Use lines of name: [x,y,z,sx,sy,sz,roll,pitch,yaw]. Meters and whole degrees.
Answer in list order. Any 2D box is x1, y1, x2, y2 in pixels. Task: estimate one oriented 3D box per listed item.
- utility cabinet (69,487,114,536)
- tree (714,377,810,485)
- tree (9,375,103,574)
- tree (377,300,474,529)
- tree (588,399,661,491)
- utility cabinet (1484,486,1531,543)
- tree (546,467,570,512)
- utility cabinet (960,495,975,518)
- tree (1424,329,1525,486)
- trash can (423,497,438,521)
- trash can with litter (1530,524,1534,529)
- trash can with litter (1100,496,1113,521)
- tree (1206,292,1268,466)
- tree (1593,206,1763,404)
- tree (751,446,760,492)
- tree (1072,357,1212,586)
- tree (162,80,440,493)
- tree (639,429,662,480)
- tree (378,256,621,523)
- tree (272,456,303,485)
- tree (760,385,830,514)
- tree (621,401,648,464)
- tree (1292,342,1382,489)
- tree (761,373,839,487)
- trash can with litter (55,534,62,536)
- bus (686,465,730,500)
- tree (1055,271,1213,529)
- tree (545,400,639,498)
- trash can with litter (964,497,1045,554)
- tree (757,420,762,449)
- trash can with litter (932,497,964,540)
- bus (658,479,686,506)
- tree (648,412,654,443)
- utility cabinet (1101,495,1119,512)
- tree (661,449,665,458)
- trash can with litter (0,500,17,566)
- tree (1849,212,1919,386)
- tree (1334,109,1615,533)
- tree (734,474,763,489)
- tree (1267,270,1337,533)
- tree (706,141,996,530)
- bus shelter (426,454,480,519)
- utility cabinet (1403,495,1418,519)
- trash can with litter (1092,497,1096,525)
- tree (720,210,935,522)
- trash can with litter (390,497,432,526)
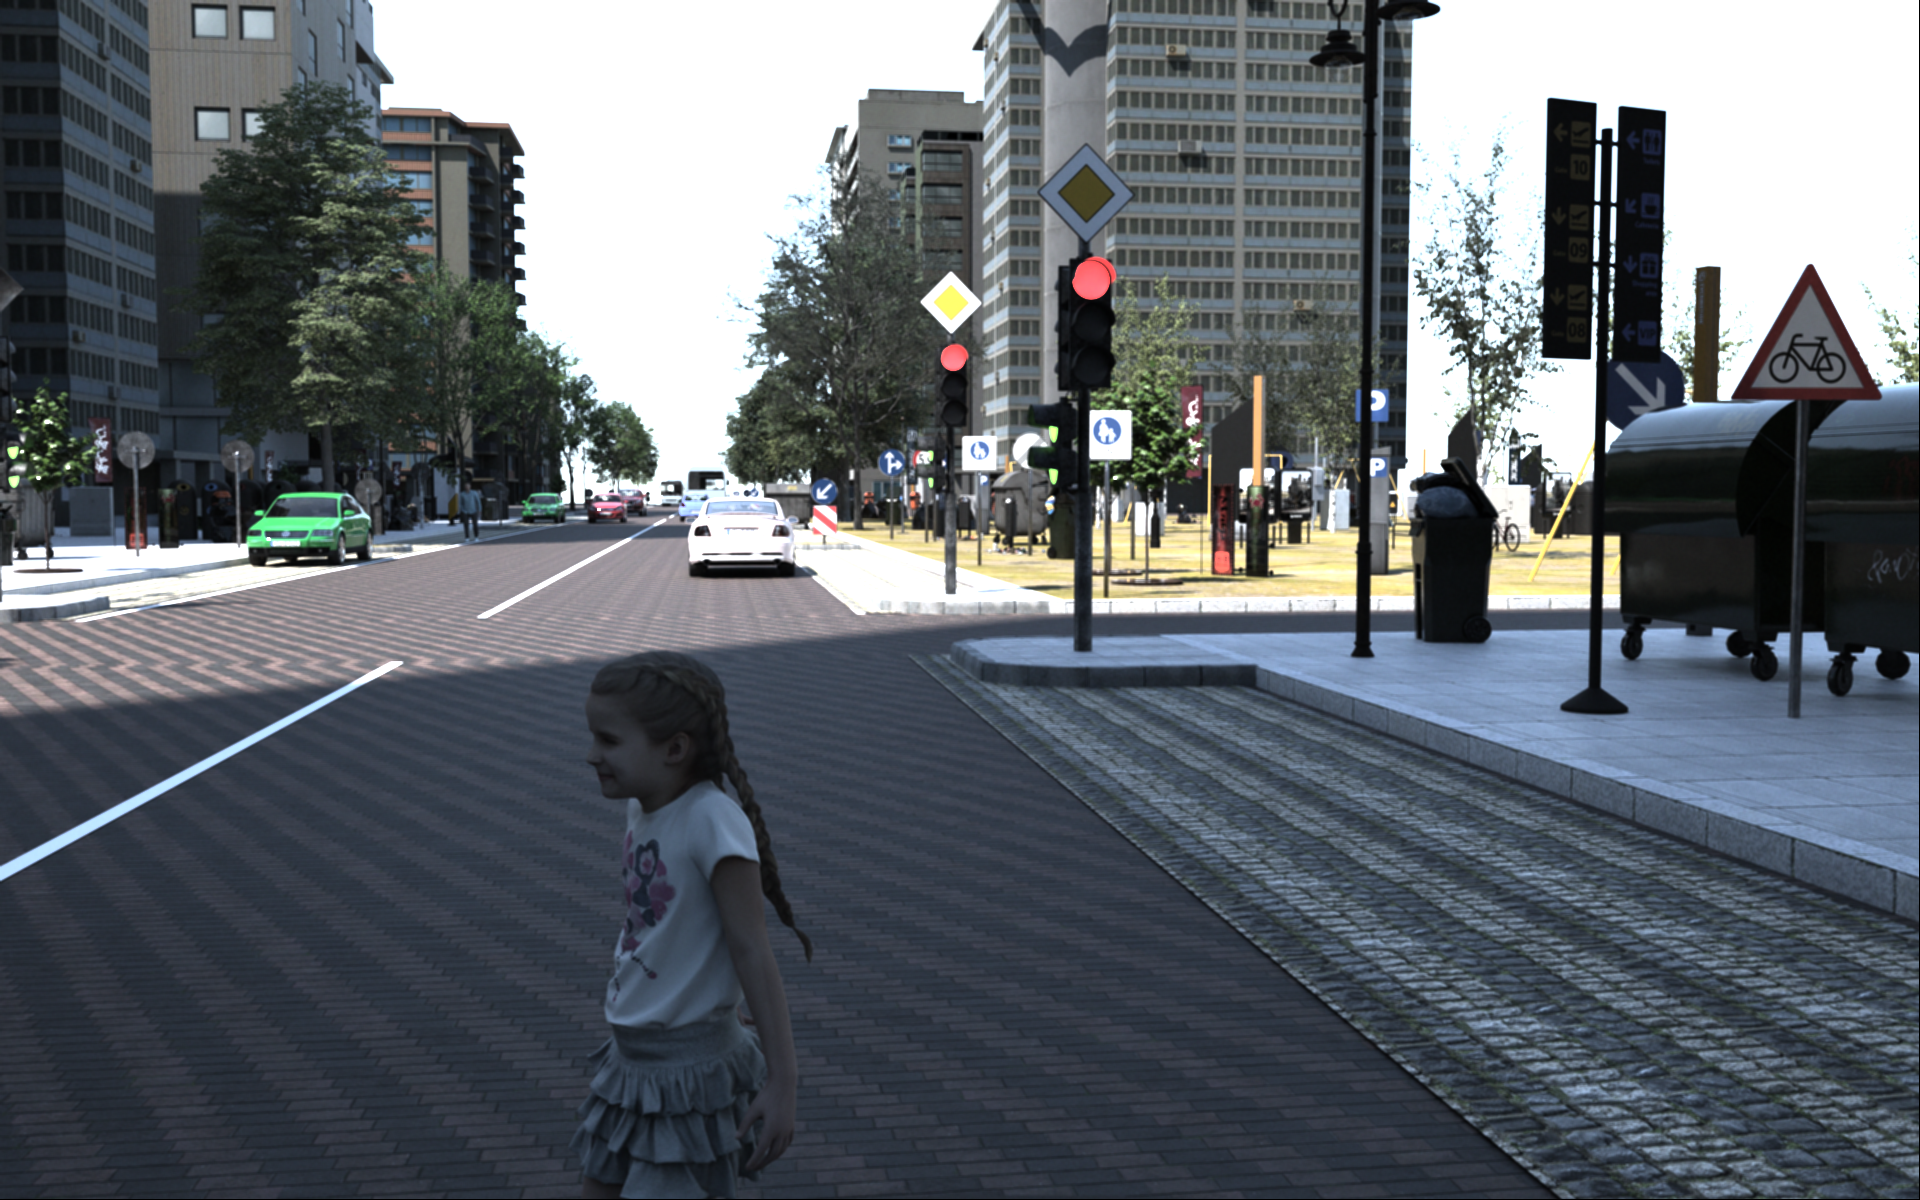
utility cabinet: [-26.206,-2.666,52.270,1.173,1.500,0.318,0,4,-6]
tree: [-18.103,-15.107,164.013,9.611,12.733,9.660,0,3,0]
tree: [-14.795,-2.059,28.259,1.663,3.219,1.824,0,3,0]
tree: [-19.753,-6.910,63.348,4.737,8.622,4.395,0,3,0]
tree: [-40.392,-17.648,206.666,7.486,12.596,7.792,0,3,0]
utility cabinet: [14.161,-2.217,44.926,1.173,1.500,0.318,1,4,11]
tree: [-28.771,-7.896,123.708,1.663,3.219,1.824,0,3,0]
utility cabinet: [0.523,-4.789,89.467,1.020,1.237,0.306,0,4,5]
tree: [21.838,-7.471,72.520,4.737,8.622,4.395,0,3,0]
trash can: [-25.442,-4.373,83.150,0.748,1.137,0.748,0,3,0]
trash can with litter: [19.970,-3.195,63.298,2.233,1.210,1.678,2,4,32]
trash can with litter: [6.933,-4.407,83.441,1.055,1.170,0.624,-1,4,-18]
tree: [11.264,-6.950,63.989,4.360,8.622,3.978,0,3,0]
tree: [17.850,-5.751,44.388,4.737,8.622,4.395,0,3,0]
tree: [-20.020,-14.080,180.566,4.360,8.622,3.978,0,3,0]
tree: [2.785,-1.832,24.557,1.663,3.219,1.824,0,3,0]
tree: [-18.081,-7.953,48.166,7.486,12.596,7.792,0,3,0]
tree: [-44.192,-18.414,235.487,7.601,10.594,8.767,0,4,5]
tree: [-22.154,-9.214,76.406,9.928,11.665,9.643,0,3,0]
tree: [-34.209,-5.707,87.904,1.663,3.219,1.824,0,3,0]
tree: [-9.879,-9.885,111.975,4.360,8.622,3.978,0,3,0]
tree: [-25.635,-10.848,103.128,9.928,11.665,9.643,0,3,0]
tree: [17.826,-7.976,80.775,4.737,8.622,4.395,0,3,0]
tree: [-8.136,-9.064,98.555,4.737,8.622,4.395,0,3,0]
trash can with litter: [-28.516,-2.566,53.012,2.233,1.210,1.678,2,4,25]
bus: [-17.084,-7.488,117.281,2.948,3.499,13.247,0,4,-8]
tree: [6.022,-6.503,56.687,4.737,8.622,4.395,0,3,0]
tree: [-33.652,-13.425,153.908,7.601,10.594,8.767,-2,4,-25]
trash can with litter: [1.040,-1.636,37.805,1.678,1.210,2.233,0,4,-3]
tree: [-13.650,-11.149,132.640,4.737,8.622,4.395,0,3,0]
trash can with litter: [0.015,-2.321,49.013,1.678,1.210,2.233,-2,4,-32]
bus: [-34.008,-12.904,205.842,2.948,3.499,13.247,0,4,-6]
tree: [-37.172,-15.944,186.435,9.928,11.665,9.643,0,3,0]
utility cabinet: [8.488,-5.306,97.920,1.020,1.237,0.306,1,4,22]
tree: [-46.979,-20.446,252.425,7.486,12.596,7.792,0,3,0]
trash can with litter: [-17.348,-1.190,30.841,1.055,1.170,0.624,1,4,20]
tree: [24.829,-5.716,43.817,4.737,8.622,4.395,0,3,0]
tree: [10.328,-5.088,33.557,4.360,8.622,3.978,0,3,0]
tree: [-28.504,-19.900,243.492,7.486,12.596,7.792,0,3,0]
tree: [12.250,-6.489,56.451,4.360,8.622,3.978,0,3,0]
tree: [-3.762,-9.239,61.422,12.009,13.543,11.850,0,3,0]
bus shelter: [-26.273,-5.870,89.902,2.014,3.302,5.546,-1,4,-8]
utility cabinet: [23.022,-4.708,88.129,1.020,1.237,0.306,-2,4,-34]
trash can with litter: [5.003,-3.616,70.501,1.055,1.170,0.624,1,4,19]
tree: [-5.301,-10.565,79.396,9.857,13.997,8.962,0,3,0]
trash can with litter: [-22.451,-3.628,70.380,2.233,1.210,1.678,-3,5,-40]
